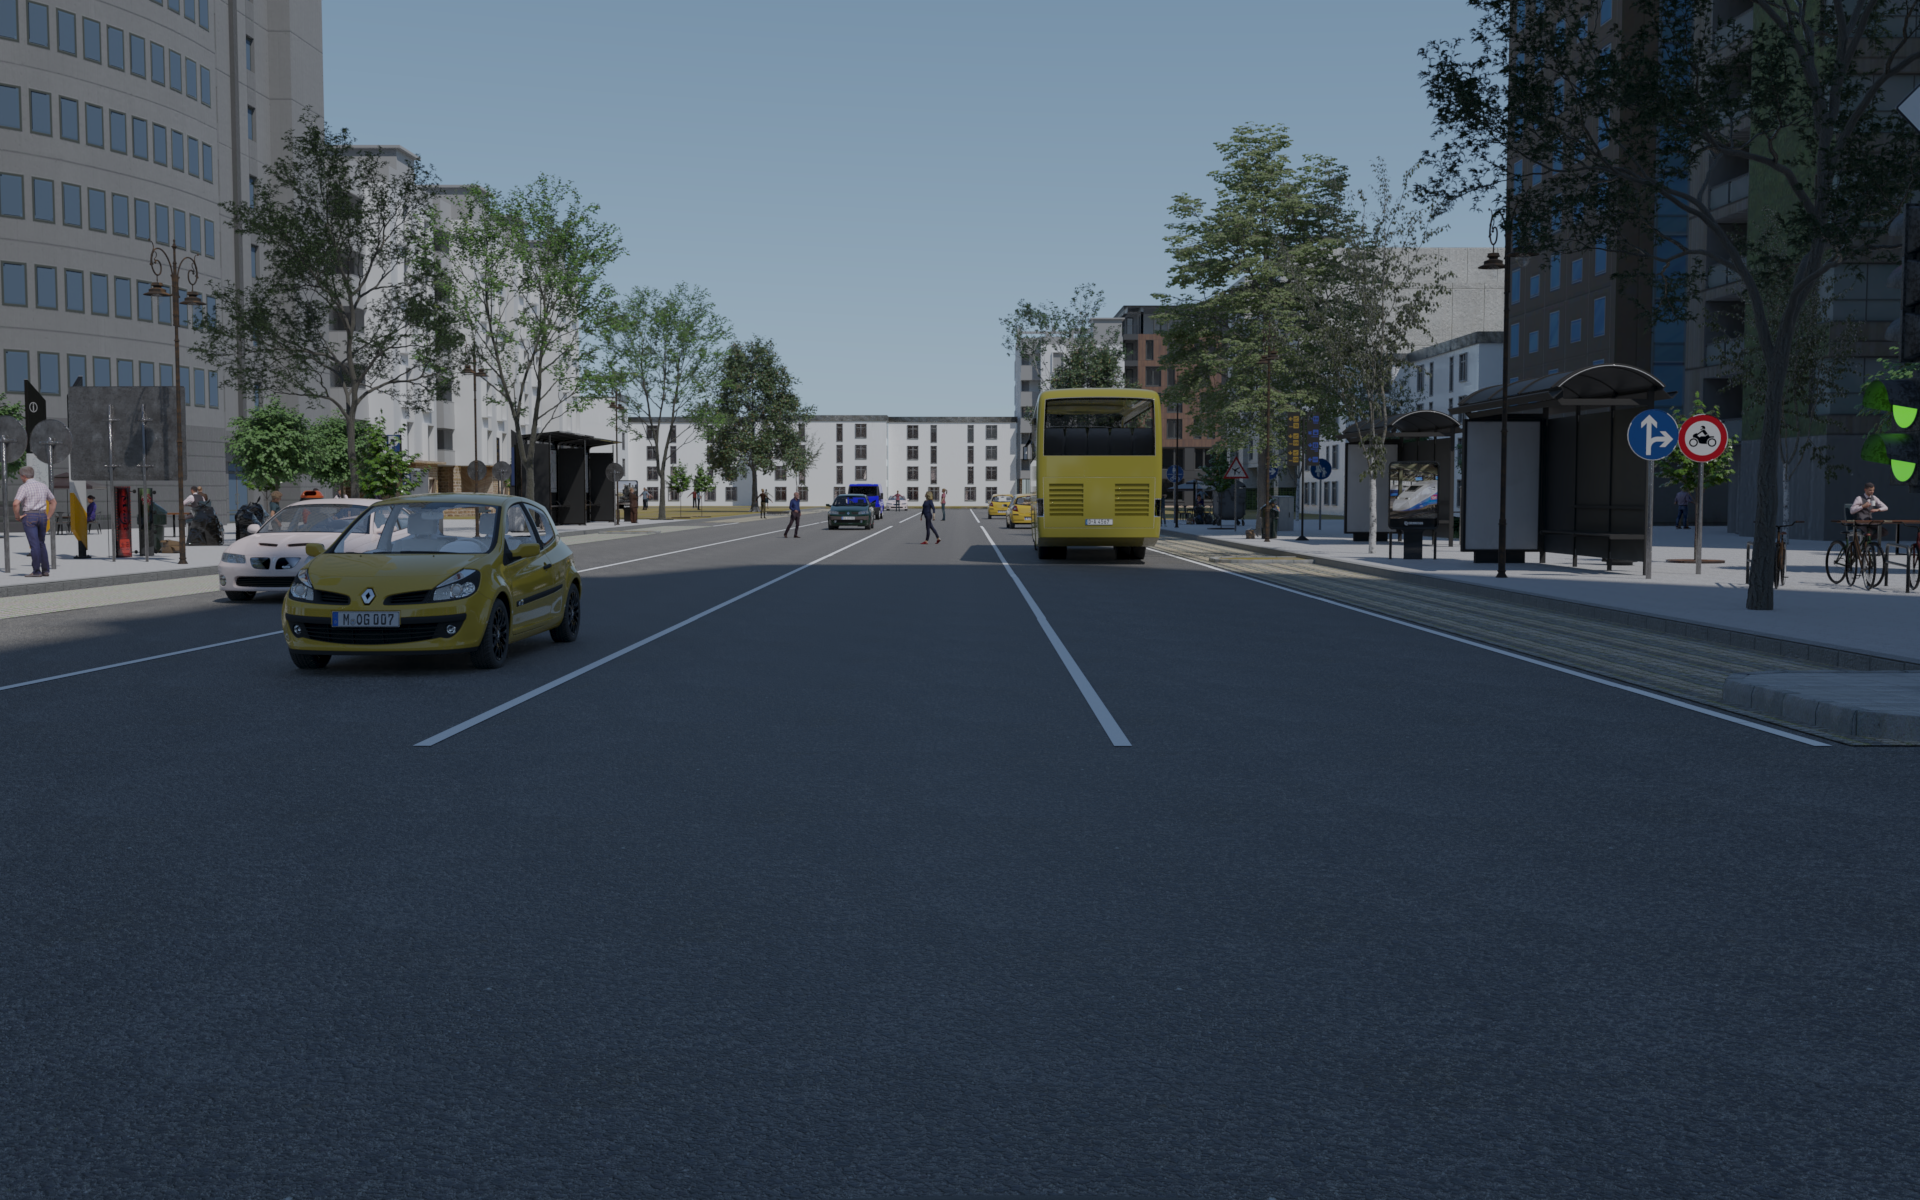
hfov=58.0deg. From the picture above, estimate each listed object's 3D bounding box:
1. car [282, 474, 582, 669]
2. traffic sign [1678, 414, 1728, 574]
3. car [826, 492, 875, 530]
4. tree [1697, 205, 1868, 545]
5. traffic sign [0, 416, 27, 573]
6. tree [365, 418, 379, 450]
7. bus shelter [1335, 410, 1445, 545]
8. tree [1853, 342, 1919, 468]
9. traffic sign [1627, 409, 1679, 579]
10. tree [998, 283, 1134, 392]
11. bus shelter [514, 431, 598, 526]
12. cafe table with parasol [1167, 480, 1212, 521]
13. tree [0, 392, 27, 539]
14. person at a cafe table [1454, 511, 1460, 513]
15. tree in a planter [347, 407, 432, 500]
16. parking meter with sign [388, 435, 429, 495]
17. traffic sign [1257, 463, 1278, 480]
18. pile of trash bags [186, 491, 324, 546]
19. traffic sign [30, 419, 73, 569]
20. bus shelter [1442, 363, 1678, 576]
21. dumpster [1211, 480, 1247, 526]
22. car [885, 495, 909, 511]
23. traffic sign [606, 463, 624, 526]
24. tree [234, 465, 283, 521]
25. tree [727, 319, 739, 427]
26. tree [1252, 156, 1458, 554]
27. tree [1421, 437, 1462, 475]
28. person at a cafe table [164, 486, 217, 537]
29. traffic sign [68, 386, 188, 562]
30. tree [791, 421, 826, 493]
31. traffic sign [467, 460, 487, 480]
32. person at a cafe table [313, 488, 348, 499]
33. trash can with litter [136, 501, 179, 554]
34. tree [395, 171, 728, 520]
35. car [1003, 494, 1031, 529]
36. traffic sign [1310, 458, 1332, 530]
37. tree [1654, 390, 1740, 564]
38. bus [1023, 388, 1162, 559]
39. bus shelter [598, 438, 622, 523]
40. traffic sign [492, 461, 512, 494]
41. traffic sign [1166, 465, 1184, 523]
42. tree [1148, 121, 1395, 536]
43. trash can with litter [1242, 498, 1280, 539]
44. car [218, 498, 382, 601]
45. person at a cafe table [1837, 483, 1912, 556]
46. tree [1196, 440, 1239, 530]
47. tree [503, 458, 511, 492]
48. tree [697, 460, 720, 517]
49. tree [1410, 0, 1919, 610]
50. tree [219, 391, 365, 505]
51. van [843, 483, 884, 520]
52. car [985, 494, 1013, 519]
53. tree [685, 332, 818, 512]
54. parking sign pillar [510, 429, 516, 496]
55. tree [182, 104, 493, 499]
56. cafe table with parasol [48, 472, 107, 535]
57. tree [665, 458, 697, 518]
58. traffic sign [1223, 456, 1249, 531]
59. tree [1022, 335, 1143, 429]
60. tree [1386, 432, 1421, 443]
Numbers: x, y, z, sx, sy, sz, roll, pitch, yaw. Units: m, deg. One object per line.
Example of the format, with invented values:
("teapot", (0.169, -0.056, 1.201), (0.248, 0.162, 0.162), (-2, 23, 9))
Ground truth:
("car", (-4.597, -0.318, 15.420), (2.015, 1.641, 3.980), (0, 4, 1))
("traffic sign", (11.805, -1.682, 27.614), (0.768, 2.556, 0.104), (0, 4, 6))
("car", (-4.423, -3.714, 70.515), (2.009, 1.686, 4.222), (0, 3, 0))
("tree", (20.856, -5.704, 43.619), (4.360, 8.622, 3.978), (0, 3, 0))
("traffic sign", (-15.504, -1.713, 28.117), (0.768, 2.556, 0.104), (0, 4, 5))
("tree", (-22.925, -4.904, 63.893), (4.285, 4.588, 4.351), (0, 3, 0))
("bus shelter", (11.199, -3.086, 44.373), (2.014, 3.302, 5.546), (0, 3, 0))
("tree", (16.076, -2.677, 27.480), (4.285, 4.588, 4.351), (0, 3, 0))
("traffic sign", (10.403, -1.589, 26.093), (0.768, 2.556, 0.104), (0, 4, 1))
("tree", (10.552, -18.190, 153.298), (12.611, 20.169, 13.585), (0, 3, 0))
("bus shelter", (-15.699, -4.649, 67.294), (1.731, 3.624, 6.357), (0, 3, 0))
("cafe table with parasol", (11.170, -4.748, 82.499), (2.610, 1.966, 2.610), (0, 4, 3))
("tree", (-28.368, -4.056, 50.023), (4.285, 4.588, 4.351), (0, 3, 0))
("person at a cafe table", (16.973, -2.892, 55.795), (1.622, 1.524, 1.698), (3, 4, 36))
("tree in a planter", (-11.933, -2.352, 35.674), (1.991, 3.239, 1.994), (0, 3, 0))
("parking meter with sign", (-16.174, -3.381, 51.537), (0.543, 3.016, 1.738), (2, 4, 29))
("traffic sign", (11.187, -3.849, 63.031), (0.768, 2.556, 0.104), (0, 4, 7))
("pile of trash bags", (-17.710, -2.067, 43.544), (3.447, 1.369, 1.912), (0, 4, -4))
("traffic sign", (-15.442, -1.794, 29.435), (0.768, 2.556, 0.104), (0, 4, 5))
("bus shelter", (10.091, -2.182, 29.593), (2.014, 3.302, 5.546), (0, 3, 0))
("dumpster", (10.924, -3.946, 70.277), (1.264, 1.857, 1.865), (0, 4, 0))
("car", (-5.451, -8.411, 149.883), (2.083, 1.381, 4.827), (0, 4, -2))
("traffic sign", (-14.002, -4.290, 70.242), (0.768, 2.556, 0.104), (0, 4, 7))
("tree", (-23.865, -3.976, 59.613), (1.663, 3.219, 1.824), (0, 3, 0))
("tree", (-14.696, -9.740, 85.004), (9.928, 11.665, 9.643), (0, 3, 0))
("tree", (8.657, -5.302, 37.051), (4.360, 8.622, 3.978), (0, 3, 0))
("tree", (22.038, -5.321, 70.714), (4.285, 4.588, 4.351), (0, 3, 0))
("person at a cafe table", (-23.012, -2.637, 51.625), (1.622, 1.524, 1.698), (2, 4, 29))
("traffic sign", (-15.704, -2.374, 32.695), (2.265, 3.308, 0.079), (0, 4, 3))
("tree", (-14.765, -12.789, 159.462), (4.360, 8.622, 3.978), (0, 3, 0))
("traffic sign", (-18.065, -3.955, 64.764), (0.768, 2.556, 0.104), (1, 4, 9))
("person at a cafe table", (-26.033, -3.915, 72.530), (1.698, 1.524, 1.622), (0, 4, -6))
("trash can with litter", (-17.318, -1.605, 37.621), (1.055, 1.170, 0.624), (1, 4, 17))
("tree", (-14.349, -8.030, 57.042), (9.928, 11.665, 9.643), (0, 3, 0))
("car", (2.840, -3.806, 72.445), (2.015, 1.641, 3.980), (0, 4, -2))
("traffic sign", (12.858, -3.773, 61.788), (0.768, 2.556, 0.104), (0, 4, 4))
("tree", (13.610, -2.306, 32.306), (1.663, 3.219, 1.824), (0, 3, 0))
("bus", (2.970, -3.014, 40.820), (2.896, 3.916, 12.252), (0, 4, 2))
("bus shelter", (-16.022, -5.106, 74.762), (1.731, 3.624, 6.357), (0, 3, 0))
("traffic sign", (-17.654, -4.076, 66.750), (0.768, 2.556, 0.104), (0, 4, 2))
("traffic sign", (9.455, -4.656, 76.225), (0.768, 2.556, 0.104), (0, 4, 7))
("tree", (9.502, -8.289, 53.657), (7.486, 12.596, 7.792), (0, 3, 0))
("trash can with litter", (8.590, -2.328, 49.450), (1.055, 1.170, 0.624), (1, 4, 9))
("car", (-8.937, -0.762, 24.814), (2.083, 1.381, 4.827), (0, 4, -1))
("person at a cafe table", (19.315, -1.707, 36.420), (1.698, 1.524, 1.622), (-1, 4, -11))
("tree", (9.360, -4.177, 62.890), (1.663, 3.219, 1.824), (0, 3, 0))
("tree", (-20.003, -5.128, 78.451), (1.663, 3.219, 1.824), (0, 3, 0))
("tree", (-14.327, -6.196, 95.905), (1.663, 3.219, 1.824), (0, 3, 0))
("tree", (8.671, -5.152, 18.653), (8.767, 10.594, 7.601), (2, 4, 35))
("tree", (-21.846, -4.367, 55.107), (4.285, 4.588, 4.351), (0, 3, 0))
("van", (-5.367, -5.714, 97.804), (2.240, 2.365, 5.245), (0, 4, 0))
("car", (2.459, -5.492, 100.011), (2.015, 1.641, 3.980), (0, 4, 1))
("tree", (-14.678, -12.621, 123.354), (9.611, 12.733, 9.660), (0, 3, 0))
("parking sign pillar", (-18.051, -5.117, 72.140), (1.447, 3.967, 1.447), (0, 4, 0))
("tree", (-15.228, -6.611, 42.507), (7.601, 10.594, 8.767), (-3, 4, -37))
("cafe table with parasol", (-28.045, -3.032, 54.431), (2.610, 1.966, 2.610), (3, 5, 42))
("tree", (-15.047, -5.983, 92.420), (1.663, 3.219, 1.824), (0, 3, 0))
("traffic sign", (9.470, -3.638, 59.479), (0.884, 2.594, 0.081), (0, 4, 1))
("tree", (9.124, -12.714, 124.876), (9.611, 12.733, 9.660), (0, 3, 0))
("tree", (19.614, -5.679, 76.567), (4.285, 4.588, 4.351), (0, 3, 0))
